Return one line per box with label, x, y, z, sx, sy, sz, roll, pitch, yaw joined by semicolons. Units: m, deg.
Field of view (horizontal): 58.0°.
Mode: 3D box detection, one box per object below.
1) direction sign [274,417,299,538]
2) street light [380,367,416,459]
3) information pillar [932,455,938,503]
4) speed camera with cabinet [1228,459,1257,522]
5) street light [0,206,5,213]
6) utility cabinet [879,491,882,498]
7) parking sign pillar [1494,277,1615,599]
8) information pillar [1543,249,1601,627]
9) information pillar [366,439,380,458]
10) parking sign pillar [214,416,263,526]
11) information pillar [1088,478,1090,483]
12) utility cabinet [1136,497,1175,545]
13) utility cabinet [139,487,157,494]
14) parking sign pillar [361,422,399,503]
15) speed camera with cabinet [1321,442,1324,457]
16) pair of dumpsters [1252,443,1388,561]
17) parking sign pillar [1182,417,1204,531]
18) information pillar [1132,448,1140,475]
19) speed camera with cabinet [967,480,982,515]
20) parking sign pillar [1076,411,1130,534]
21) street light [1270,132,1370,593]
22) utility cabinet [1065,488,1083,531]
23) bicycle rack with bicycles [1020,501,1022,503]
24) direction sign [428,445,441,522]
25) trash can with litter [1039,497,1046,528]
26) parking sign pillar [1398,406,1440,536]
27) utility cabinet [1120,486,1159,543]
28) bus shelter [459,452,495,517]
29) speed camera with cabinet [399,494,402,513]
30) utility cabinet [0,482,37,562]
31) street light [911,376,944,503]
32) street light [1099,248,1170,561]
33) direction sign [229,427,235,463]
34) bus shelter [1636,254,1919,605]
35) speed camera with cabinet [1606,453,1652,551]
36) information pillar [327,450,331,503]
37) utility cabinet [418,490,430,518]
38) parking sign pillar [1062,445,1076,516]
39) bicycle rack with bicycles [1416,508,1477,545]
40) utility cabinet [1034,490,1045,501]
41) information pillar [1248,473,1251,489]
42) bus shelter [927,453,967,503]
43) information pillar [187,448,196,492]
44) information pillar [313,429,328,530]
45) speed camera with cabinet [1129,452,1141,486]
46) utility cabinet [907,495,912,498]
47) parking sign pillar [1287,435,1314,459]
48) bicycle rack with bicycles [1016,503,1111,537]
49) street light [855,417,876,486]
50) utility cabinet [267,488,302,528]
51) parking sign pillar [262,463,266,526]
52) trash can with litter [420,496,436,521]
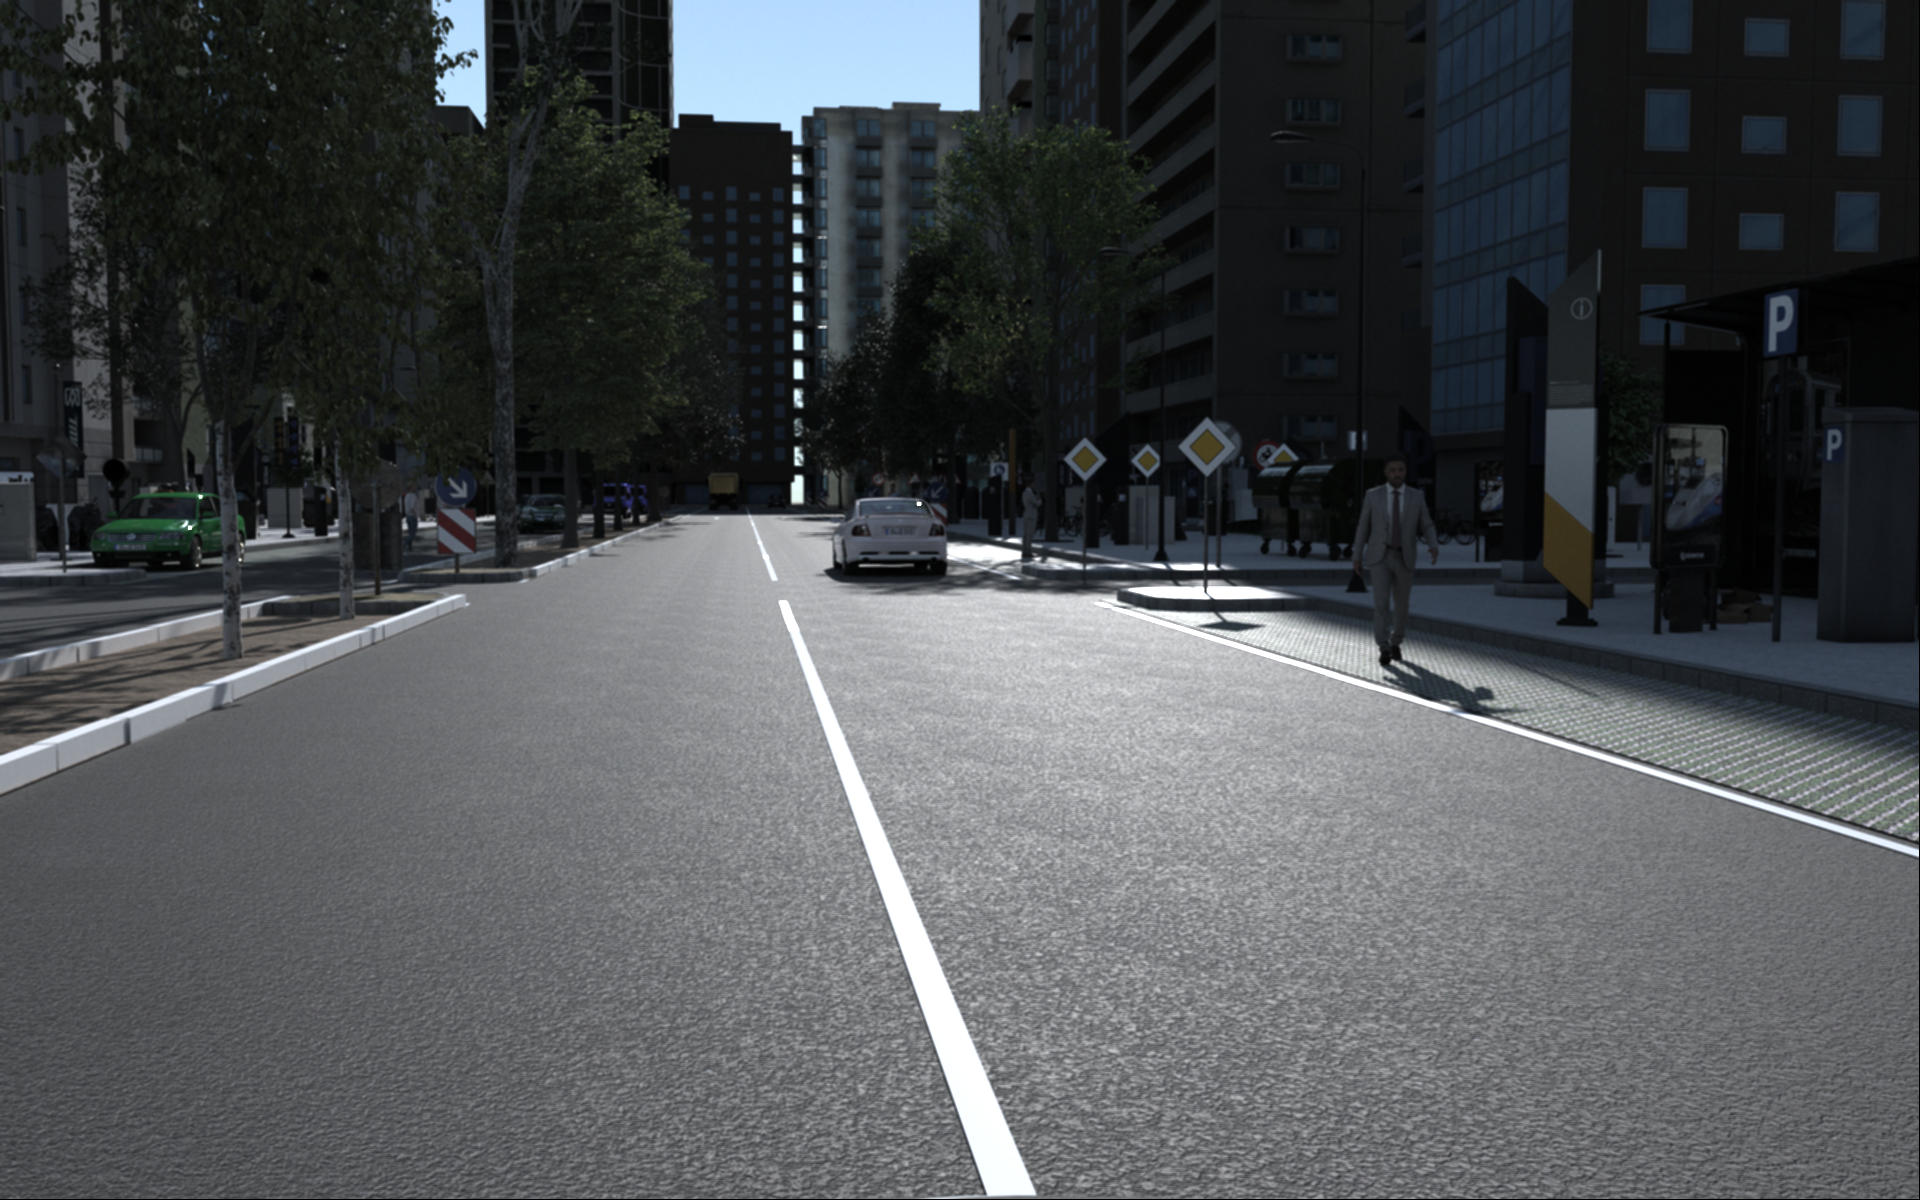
direction sign;-19.794;-3.606;50.956;0.876;3.537;0.379;1;4;22
street light;-20.582;-5.554;63.355;1.470;5.913;1.316;0;4;-7
information pillar;-1.190;-5.509;81.425;0.183;3.616;0.504;2;4;24
speed camera with cabinet;9.770;-4.003;59.780;0.660;3.252;2.038;0;4;-4
street light;-16.037;-3.385;27.886;1.470;5.913;1.316;0;4;-7
utility cabinet;-5.005;-5.752;102.728;0.318;1.500;1.173;2;4;24
parking sign pillar;7.488;-2.035;21.738;1.447;3.967;1.447;-1;4;-21
information pillar;5.953;-1.558;16.828;0.504;3.616;0.183;3;4;38
information pillar;-20.892;-4.298;61.626;0.504;3.616;0.183;0;4;-2
parking sign pillar;-25.046;-4.367;59.865;1.447;3.967;1.447;-1;4;-20
information pillar;6.094;-4.630;80.186;0.304;2.012;0.304;0;4;7
utility cabinet;4.946;-2.000;43.862;1.020;1.237;0.306;-2;4;-28
utility cabinet;-24.127;-2.619;51.500;0.318;1.500;1.173;-1;4;-15
parking sign pillar;-21.680;-4.662;64.694;1.447;3.967;1.447;0;4;-7
speed camera with cabinet;14.384;-4.405;66.365;2.038;3.252;0.660;-1;4;-19
pair of dumpsters;7.290;-1.988;35.004;1.574;2.255;4.437;0;4;-7
parking sign pillar;8.114;-4.396;60.349;1.447;3.967;1.447;1;4;9
information pillar;8.928;-5.903;87.865;0.504;3.616;0.183;-2;4;-33
speed camera with cabinet;0.789;-6.831;106.025;2.038;3.252;0.660;-1;4;-18
parking sign pillar;4.844;-4.134;56.060;1.447;3.967;1.447;-2;4;-31
street light;4.669;-3.053;22.453;1.470;5.913;1.316;0;4;-7
utility cabinet;4.095;-3.091;59.221;0.318;1.500;1.173;-3;4;-36
bicycle rack with bicycles;3.529;-3.002;62.467;2.852;0.926;2.925;1;4;9
direction sign;-23.993;-5.350;79.469;0.379;3.537;0.876;3;5;43
trash can with litter;3.171;-3.276;64.945;0.624;1.170;1.055;0;4;5
parking sign pillar;14.060;-3.965;53.307;1.447;3.967;1.447;-2;4;-34
utility cabinet;4.680;-2.215;44.896;1.173;1.500;0.318;3;4;39
bus shelter;-27.501;-6.639;99.825;1.731;3.624;6.357;0;4;-7
speed camera with cabinet;-27.545;-5.411;82.810;0.660;3.252;2.038;1;4;17
utility cabinet;-18.033;-1.456;32.490;1.173;1.500;0.318;-1;4;-12
street light;-1.215;-5.849;68.171;1.470;5.913;1.316;0;4;-7
street light;3.315;-3.692;32.903;1.470;5.913;1.316;0;4;-7
direction sign;-24.611;-4.068;58.507;0.379;3.537;0.876;-3;4;-36
bus shelter;9.962;-1.727;19.514;1.731;3.624;6.357;0;4;-7
speed camera with cabinet;14.644;-2.726;38.909;2.038;3.252;0.660;-1;4;-11
information pillar;-33.755;-6.186;92.500;0.183;3.616;0.504;1;4;9
utility cabinet;-28.029;-5.009;90.576;0.318;1.500;1.173;0;4;-4
parking sign pillar;6.310;-6.491;94.603;1.447;3.967;1.447;1;4;23
bicycle rack with bicycles;12.256;-1.906;44.540;2.852;0.926;2.925;-2;4;-28
utility cabinet;4.864;-5.751;102.702;1.173;1.500;0.318;0;4;6
information pillar;10.064;-3.472;61.263;0.304;2.012;0.304;-3;5;-42
bus shelter;-0.763;-6.752;101.685;1.731;3.624;6.357;0;4;-7
information pillar;-38.946;-5.897;87.767;0.504;3.616;0.183;2;4;28
information pillar;-23.124;-4.346;62.409;0.183;3.616;0.504;0;4;6
speed camera with cabinet;7.384;-5.290;80.829;2.038;3.252;0.660;2;4;26
utility cabinet;-2.459;-5.259;97.140;1.020;1.237;0.306;0;4;-7
parking sign pillar;15.312;-5.494;78.296;1.447;3.967;1.447;3;5;41
bicycle rack with bicycles;3.693;-2.411;52.802;2.852;0.926;2.925;-2;4;-33
street light;-5.621;-8.034;103.890;1.470;5.913;1.316;0;4;-7
utility cabinet;-25.107;-3.407;64.385;1.173;1.500;0.318;-1;4;-16
parking sign pillar;-28.979;-5.002;70.261;1.447;3.967;1.447;-2;4;-35
trash can with litter;-24.692;-4.341;82.036;2.233;1.210;1.678;-1;4;-9
